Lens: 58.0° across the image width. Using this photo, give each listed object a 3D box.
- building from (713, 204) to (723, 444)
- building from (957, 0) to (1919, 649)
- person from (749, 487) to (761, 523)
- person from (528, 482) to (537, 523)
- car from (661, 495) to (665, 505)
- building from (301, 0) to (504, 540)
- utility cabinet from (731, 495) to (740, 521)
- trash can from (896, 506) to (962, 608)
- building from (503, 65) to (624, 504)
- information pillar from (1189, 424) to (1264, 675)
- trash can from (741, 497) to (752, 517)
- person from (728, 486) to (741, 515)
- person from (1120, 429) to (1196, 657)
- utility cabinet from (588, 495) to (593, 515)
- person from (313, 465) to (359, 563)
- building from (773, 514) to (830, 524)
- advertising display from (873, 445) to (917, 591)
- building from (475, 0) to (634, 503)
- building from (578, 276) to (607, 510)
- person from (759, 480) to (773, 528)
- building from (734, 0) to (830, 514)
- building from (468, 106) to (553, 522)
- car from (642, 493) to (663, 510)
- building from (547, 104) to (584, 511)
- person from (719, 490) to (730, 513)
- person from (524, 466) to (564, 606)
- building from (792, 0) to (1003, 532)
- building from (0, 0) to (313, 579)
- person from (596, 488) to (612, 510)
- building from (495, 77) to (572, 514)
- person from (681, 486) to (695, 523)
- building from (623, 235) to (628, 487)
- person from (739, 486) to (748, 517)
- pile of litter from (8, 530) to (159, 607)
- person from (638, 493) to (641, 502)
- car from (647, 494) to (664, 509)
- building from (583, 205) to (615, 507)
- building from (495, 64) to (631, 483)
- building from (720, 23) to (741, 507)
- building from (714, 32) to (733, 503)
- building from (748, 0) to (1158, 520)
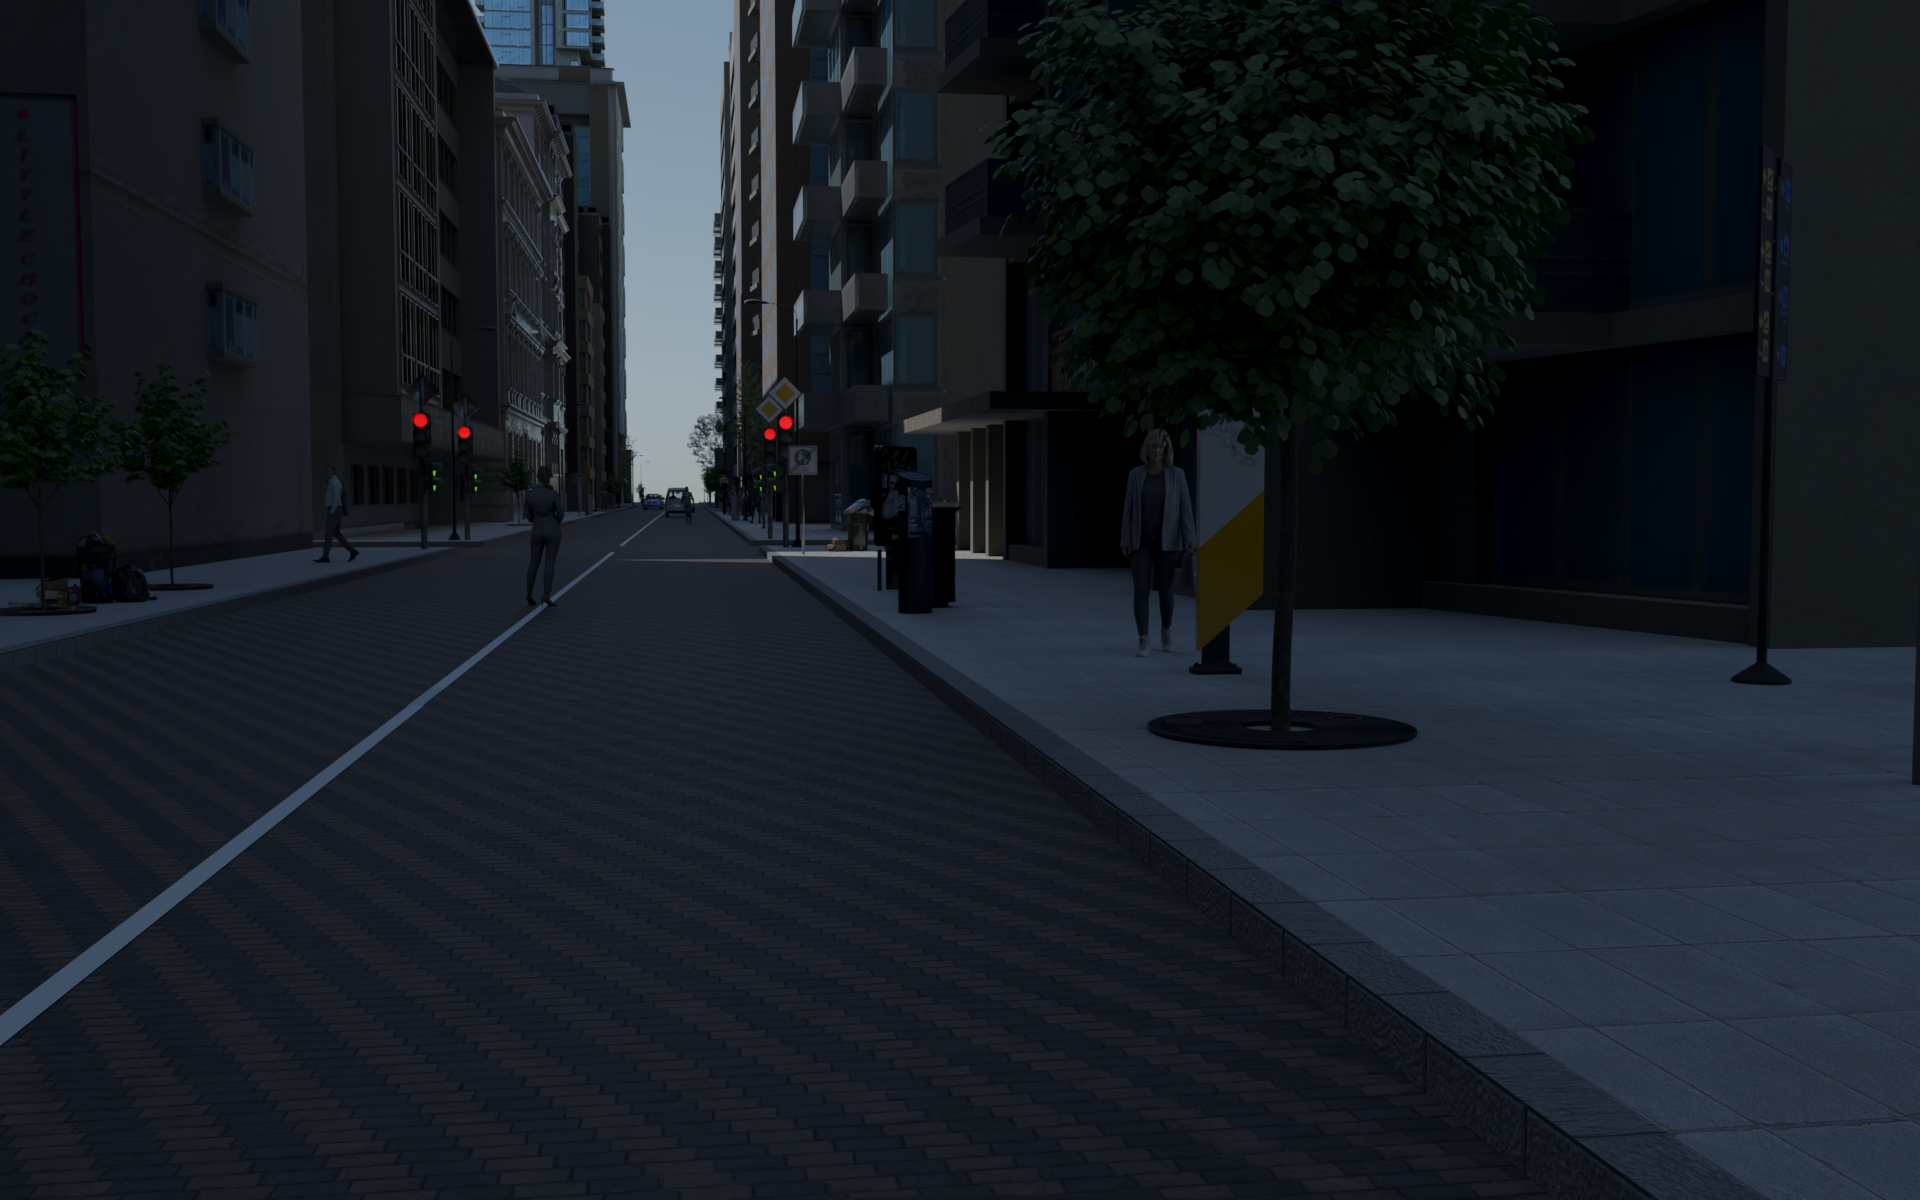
[{"bbox_3d":[-26.738,-39.645,267.807,23.786,49.044,30.456,-1,4,-9],"label":"building"},{"bbox_3d":[11.377,-22.803,27.448,22.147,44.769,28.867,-1,4,-9],"label":"building"},{"bbox_3d":[-8.961,-4.284,75.869,0.659,1.850,0.755,-2,4,-34],"label":"person"},{"bbox_3d":[-19.192,-4.382,77.867,0.709,1.800,0.728,2,4,30],"label":"person"},{"bbox_3d":[-40.974,-13.584,234.458,2.083,1.381,4.827,0,4,-7],"label":"car"},{"bbox_3d":[-25.178,-14.835,61.623,14.314,24.678,30.058,-1,4,-9],"label":"building"},{"bbox_3d":[-10.948,-4.480,84.405,0.306,1.237,1.020,0,4,2],"label":"utility cabinet"},{"bbox_3d":[-0.352,-0.491,19.675,0.748,1.137,0.748,0,3,0],"label":"trash can"},{"bbox_3d":[-44.071,-32.713,184.974,14.600,45.320,14.200,-1,4,-9],"label":"building"},{"bbox_3d":[1.908,-1.280,12.289,0.504,3.616,0.183,0,4,-8],"label":"information pillar"},{"bbox_3d":[-11.983,-5.237,97.277,0.748,1.137,0.748,0,3,0],"label":"trash can"},{"bbox_3d":[-13.643,-6.018,104.841,0.834,1.777,0.661,1,4,11],"label":"person"},{"bbox_3d":[1.647,-0.468,13.875,0.709,1.800,0.728,1,4,14],"label":"person"},{"bbox_3d":[-23.114,-5.928,108.078,0.306,1.237,1.020,0,4,-6],"label":"utility cabinet"},{"bbox_3d":[-11.756,-1.617,32.574,0.850,1.850,0.679,-2,4,-27],"label":"person"},{"bbox_3d":[-2.106,-26.359,81.085,14.600,45.320,14.200,-1,4,-9],"label":"building"},{"bbox_3d":[-0.866,-1.107,23.316,0.123,1.923,0.974,2,4,28],"label":"advertising display"},{"bbox_3d":[-60.689,-57.952,260.180,22.319,86.520,31.000,-1,4,-9],"label":"building"},{"bbox_3d":[-45.348,-18.615,149.397,27.650,21.520,28.899,-1,4,-9],"label":"building"},{"bbox_3d":[-7.212,-3.562,64.461,0.511,1.800,0.466,-1,4,-9],"label":"person"},{"bbox_3d":[-10.344,-29.657,135.002,14.600,45.320,14.200,-1,4,-9],"label":"building"},{"bbox_3d":[-27.151,-15.357,87.248,11.583,22.565,21.152,-1,4,-9],"label":"building"},{"bbox_3d":[-28.288,-9.176,159.613,1.945,1.707,3.694,0,4,-7],"label":"car"},{"bbox_3d":[-35.686,-21.784,127.865,14.160,30.474,14.107,-1,4,-9],"label":"building"},{"bbox_3d":[-15.609,-6.662,114.957,0.794,1.824,0.713,-2,4,-28],"label":"person"},{"bbox_3d":[-5.308,-0.818,22.155,0.520,1.790,0.573,0,4,-7],"label":"person"},{"bbox_3d":[9.003,-27.216,64.598,30.456,49.044,23.786,-1,4,-9],"label":"building"},{"bbox_3d":[-24.056,-24.695,27.462,21.600,48.544,21.300,-1,4,-9],"label":"building"},{"bbox_3d":[-29.591,-8.435,144.041,1.350,1.814,0.705,-1,4,-14],"label":"person"},{"bbox_3d":[-32.044,-19.663,108.884,14.401,28.519,23.554,-1,4,-9],"label":"building"},{"bbox_3d":[-13.473,-4.718,85.753,0.709,1.813,0.853,-1,4,-12],"label":"person"},{"bbox_3d":[-53.591,-36.040,239.365,14.600,45.320,14.200,-1,4,-9],"label":"building"},{"bbox_3d":[-12.113,-5.476,96.157,0.593,1.750,0.643,-2,4,-28],"label":"person"},{"bbox_3d":[-10.351,-0.397,20.452,1.719,0.858,1.176,-3,4,-36],"label":"pile of litter"},{"bbox_3d":[-51.125,-16.589,277.138,0.599,1.838,0.709,2,4,32],"label":"person"},{"bbox_3d":[-29.680,-9.663,168.212,2.015,1.641,3.980,0,4,-7],"label":"car"},{"bbox_3d":[-41.745,-24.452,171.491,14.160,30.474,14.107,-1,4,-9],"label":"building"},{"bbox_3d":[-55.939,-38.402,217.106,28.713,52.752,27.495,-1,4,-9],"label":"building"},{"bbox_3d":[-15.013,-34.548,188.556,21.300,48.544,21.600,-1,4,-9],"label":"building"},{"bbox_3d":[-22.382,-56.491,236.300,22.319,86.520,31.000,-1,4,-9],"label":"building"},{"bbox_3d":[-2.145,-27.909,110.936,22.147,44.769,28.867,-1,4,-9],"label":"building"}]
